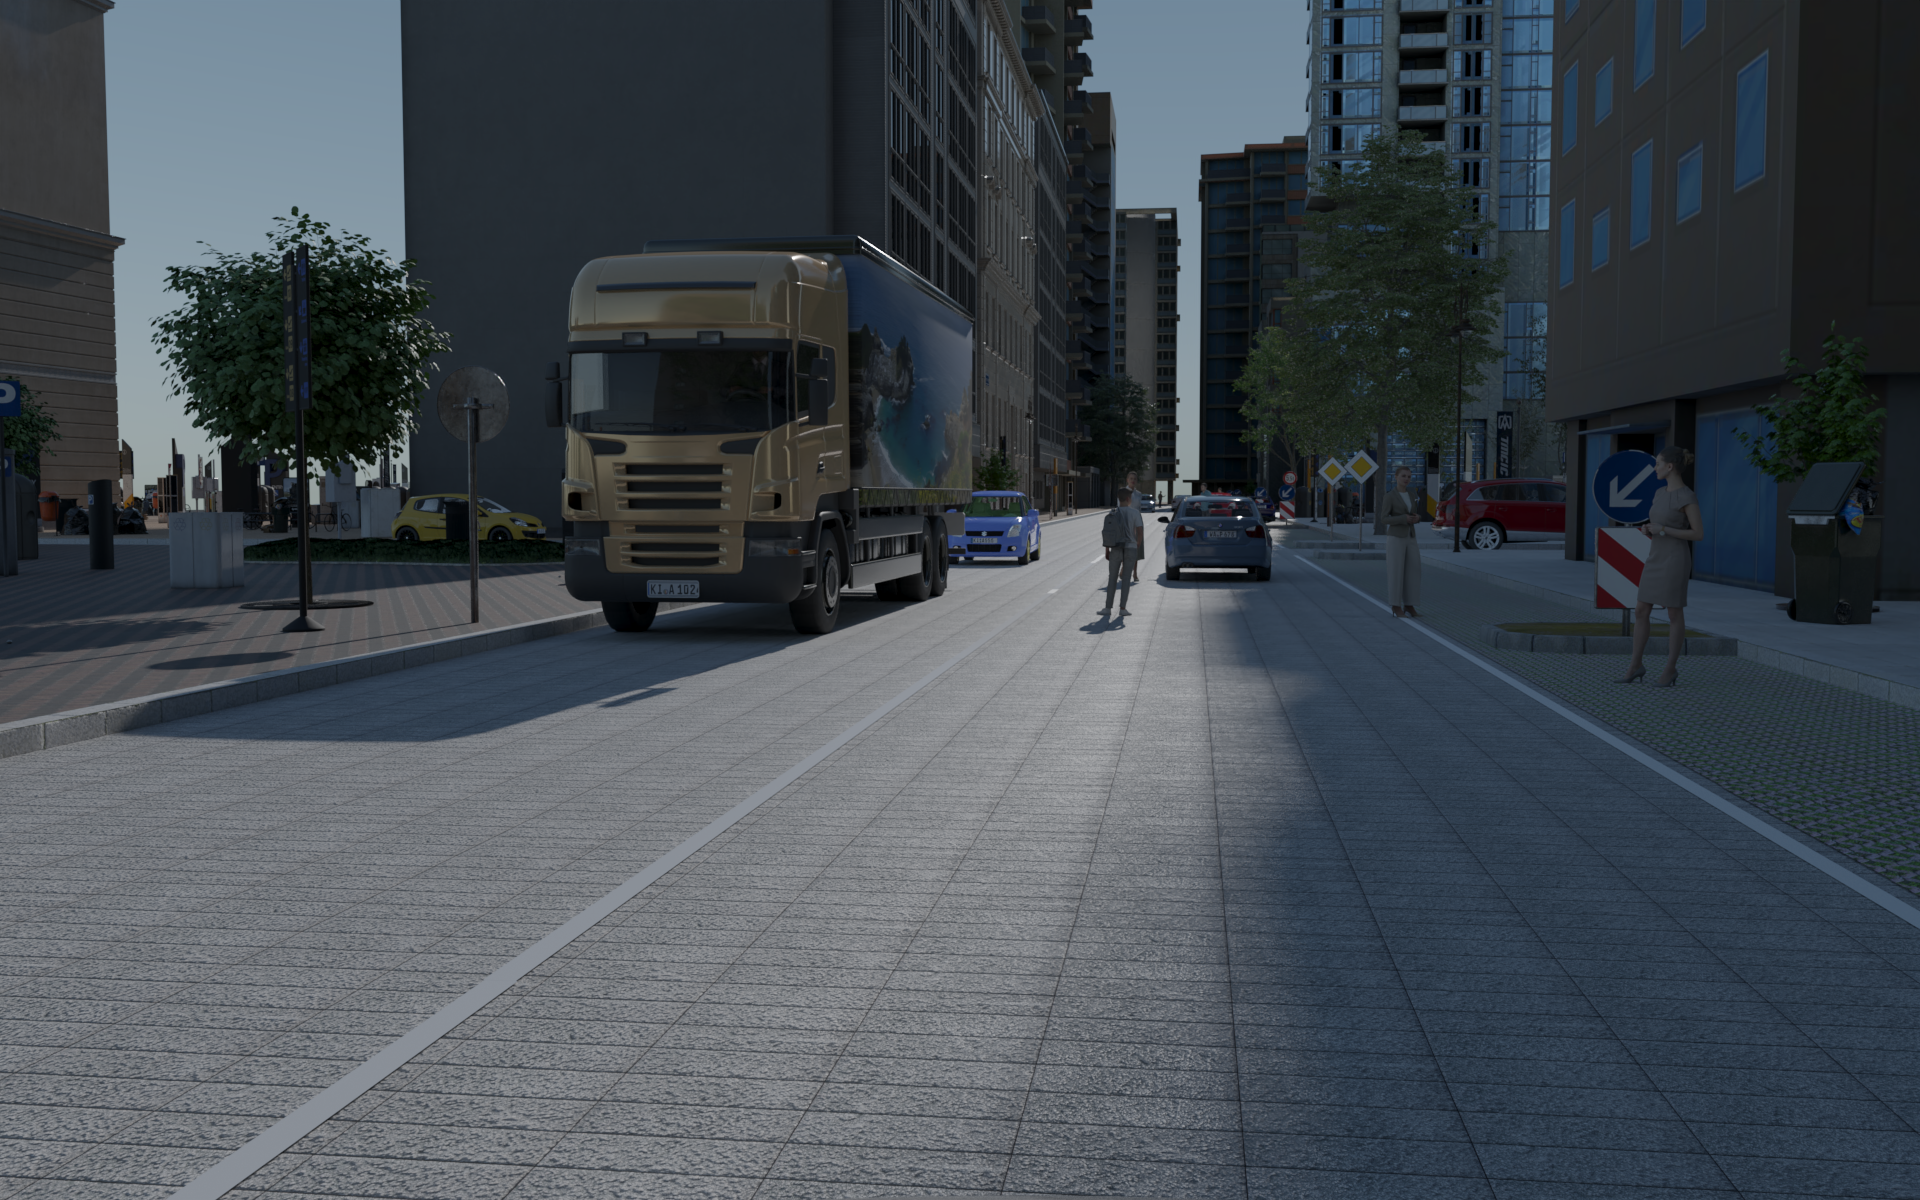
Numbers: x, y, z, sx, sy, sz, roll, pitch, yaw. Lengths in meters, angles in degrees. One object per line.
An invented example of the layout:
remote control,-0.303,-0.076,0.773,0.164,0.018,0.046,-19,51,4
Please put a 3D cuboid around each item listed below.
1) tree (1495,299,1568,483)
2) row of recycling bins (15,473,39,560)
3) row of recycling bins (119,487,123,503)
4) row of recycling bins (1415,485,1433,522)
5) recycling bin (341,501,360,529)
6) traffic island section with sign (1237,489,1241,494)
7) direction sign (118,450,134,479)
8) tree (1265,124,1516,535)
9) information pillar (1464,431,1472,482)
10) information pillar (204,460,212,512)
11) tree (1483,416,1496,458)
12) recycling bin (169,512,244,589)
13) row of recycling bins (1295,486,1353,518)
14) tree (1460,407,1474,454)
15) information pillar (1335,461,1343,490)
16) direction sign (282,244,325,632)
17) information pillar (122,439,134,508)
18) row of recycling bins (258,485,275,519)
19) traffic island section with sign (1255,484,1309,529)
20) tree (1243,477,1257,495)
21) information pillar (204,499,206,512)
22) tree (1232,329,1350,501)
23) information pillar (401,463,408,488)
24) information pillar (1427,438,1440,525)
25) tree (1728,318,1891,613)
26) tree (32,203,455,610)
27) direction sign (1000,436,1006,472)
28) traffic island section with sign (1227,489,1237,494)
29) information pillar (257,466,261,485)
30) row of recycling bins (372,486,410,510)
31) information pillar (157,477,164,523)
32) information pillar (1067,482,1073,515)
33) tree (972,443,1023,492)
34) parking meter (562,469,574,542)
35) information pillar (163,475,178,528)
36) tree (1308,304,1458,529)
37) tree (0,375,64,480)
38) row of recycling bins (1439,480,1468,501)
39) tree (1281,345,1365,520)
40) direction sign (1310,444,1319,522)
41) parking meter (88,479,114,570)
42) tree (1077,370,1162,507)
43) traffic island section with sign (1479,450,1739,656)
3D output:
tree,21.759,-6.797,61.485,4.360,8.622,3.978,0,3,0
row of recycling bins,-19.669,-1.689,34.725,3.534,1.692,1.069,3,4,37
row of recycling bins,-39.478,-4.459,80.013,1.069,1.692,3.534,0,4,-8
row of recycling bins,21.749,-4.496,80.624,1.069,1.692,3.534,0,4,6
recycling bin,-22.850,-3.197,64.818,0.722,1.027,0.722,-1,4,-17
traffic island section with sign,16.941,-5.490,98.384,1.989,1.847,2.006,0,4,8
direction sign,-43.434,-6.010,90.253,0.379,3.537,0.876,2,4,30
tree,13.519,-8.286,53.607,7.486,12.596,7.792,0,3,0
information pillar,18.942,-4.483,64.656,0.183,3.616,0.504,3,5,44
information pillar,-51.539,-7.797,118.835,0.504,3.616,0.183,0,4,-2
tree,37.248,-10.092,115.371,4.360,8.622,3.978,0,3,0
recycling bin,-10.361,-0.690,23.830,0.722,1.027,0.722,0,4,4
row of recycling bins,19.749,-5.327,94.214,3.534,1.692,1.069,-2,4,-24
tree,27.767,-9.230,101.266,4.737,8.622,4.395,0,3,0
information pillar,25.327,-7.615,115.861,0.504,3.616,0.183,3,4,36
direction sign,-6.163,-1.478,16.162,0.379,3.537,0.876,-2,4,-34
information pillar,-35.314,-5.023,73.475,0.504,3.616,0.183,1,4,19
row of recycling bins,-33.152,-4.527,81.134,1.069,1.692,3.534,0,4,5
traffic island section with sign,13.379,-3.855,71.664,1.989,1.847,2.006,0,4,8
tree,33.058,-12.415,197.589,1.663,3.219,1.824,0,3,0
information pillar,-52.361,-7.083,120.299,0.304,2.012,0.304,-2,4,-30
tree,20.766,-11.139,107.872,9.928,11.665,9.643,0,3,0
information pillar,-41.391,-8.425,129.107,0.504,3.616,0.183,1,4,9
information pillar,19.505,-4.889,71.295,0.504,3.616,0.183,2,4,33
tree,9.683,-1.502,19.154,1.663,3.219,1.824,0,3,0
tree,-7.434,-2.208,19.808,4.285,4.588,4.351,0,3,0
direction sign,1.671,-4.630,67.692,0.379,3.537,0.876,-1,4,-13
traffic island section with sign,27.107,-10.153,174.624,1.989,1.847,2.006,0,4,8
information pillar,-36.459,-6.031,89.964,0.183,3.616,0.504,0,4,5
row of recycling bins,-30.081,-5.207,92.244,3.534,1.692,1.069,2,4,26
information pillar,-34.901,-4.363,75.825,0.304,2.012,0.304,1,4,11
information pillar,6.589,-6.091,104.080,0.304,2.012,0.304,-1,4,-13
tree,1.281,-4.352,65.749,1.663,3.219,1.824,0,3,0
parking meter,-8.971,-2.074,39.626,0.255,1.863,0.399,-1,4,-12
information pillar,-29.984,-3.757,65.925,0.304,2.012,0.304,3,4,38
tree,15.016,-6.909,63.329,4.737,8.622,4.395,0,3,0
tree,-22.750,-3.464,40.349,4.285,4.588,4.351,0,3,0
row of recycling bins,15.794,-2.645,50.351,3.534,1.692,1.069,-1,4,-13
tree,17.459,-8.179,84.081,4.360,8.622,3.978,0,3,0
direction sign,16.107,-5.302,78.683,0.379,3.537,0.876,-1,4,-12
parking meter,-14.669,-1.295,29.577,0.372,1.533,0.369,0,3,0
tree,15.907,-16.611,178.239,9.857,13.997,8.962,0,3,0
traffic island section with sign,5.998,-0.469,16.292,1.989,1.847,2.006,0,4,8
